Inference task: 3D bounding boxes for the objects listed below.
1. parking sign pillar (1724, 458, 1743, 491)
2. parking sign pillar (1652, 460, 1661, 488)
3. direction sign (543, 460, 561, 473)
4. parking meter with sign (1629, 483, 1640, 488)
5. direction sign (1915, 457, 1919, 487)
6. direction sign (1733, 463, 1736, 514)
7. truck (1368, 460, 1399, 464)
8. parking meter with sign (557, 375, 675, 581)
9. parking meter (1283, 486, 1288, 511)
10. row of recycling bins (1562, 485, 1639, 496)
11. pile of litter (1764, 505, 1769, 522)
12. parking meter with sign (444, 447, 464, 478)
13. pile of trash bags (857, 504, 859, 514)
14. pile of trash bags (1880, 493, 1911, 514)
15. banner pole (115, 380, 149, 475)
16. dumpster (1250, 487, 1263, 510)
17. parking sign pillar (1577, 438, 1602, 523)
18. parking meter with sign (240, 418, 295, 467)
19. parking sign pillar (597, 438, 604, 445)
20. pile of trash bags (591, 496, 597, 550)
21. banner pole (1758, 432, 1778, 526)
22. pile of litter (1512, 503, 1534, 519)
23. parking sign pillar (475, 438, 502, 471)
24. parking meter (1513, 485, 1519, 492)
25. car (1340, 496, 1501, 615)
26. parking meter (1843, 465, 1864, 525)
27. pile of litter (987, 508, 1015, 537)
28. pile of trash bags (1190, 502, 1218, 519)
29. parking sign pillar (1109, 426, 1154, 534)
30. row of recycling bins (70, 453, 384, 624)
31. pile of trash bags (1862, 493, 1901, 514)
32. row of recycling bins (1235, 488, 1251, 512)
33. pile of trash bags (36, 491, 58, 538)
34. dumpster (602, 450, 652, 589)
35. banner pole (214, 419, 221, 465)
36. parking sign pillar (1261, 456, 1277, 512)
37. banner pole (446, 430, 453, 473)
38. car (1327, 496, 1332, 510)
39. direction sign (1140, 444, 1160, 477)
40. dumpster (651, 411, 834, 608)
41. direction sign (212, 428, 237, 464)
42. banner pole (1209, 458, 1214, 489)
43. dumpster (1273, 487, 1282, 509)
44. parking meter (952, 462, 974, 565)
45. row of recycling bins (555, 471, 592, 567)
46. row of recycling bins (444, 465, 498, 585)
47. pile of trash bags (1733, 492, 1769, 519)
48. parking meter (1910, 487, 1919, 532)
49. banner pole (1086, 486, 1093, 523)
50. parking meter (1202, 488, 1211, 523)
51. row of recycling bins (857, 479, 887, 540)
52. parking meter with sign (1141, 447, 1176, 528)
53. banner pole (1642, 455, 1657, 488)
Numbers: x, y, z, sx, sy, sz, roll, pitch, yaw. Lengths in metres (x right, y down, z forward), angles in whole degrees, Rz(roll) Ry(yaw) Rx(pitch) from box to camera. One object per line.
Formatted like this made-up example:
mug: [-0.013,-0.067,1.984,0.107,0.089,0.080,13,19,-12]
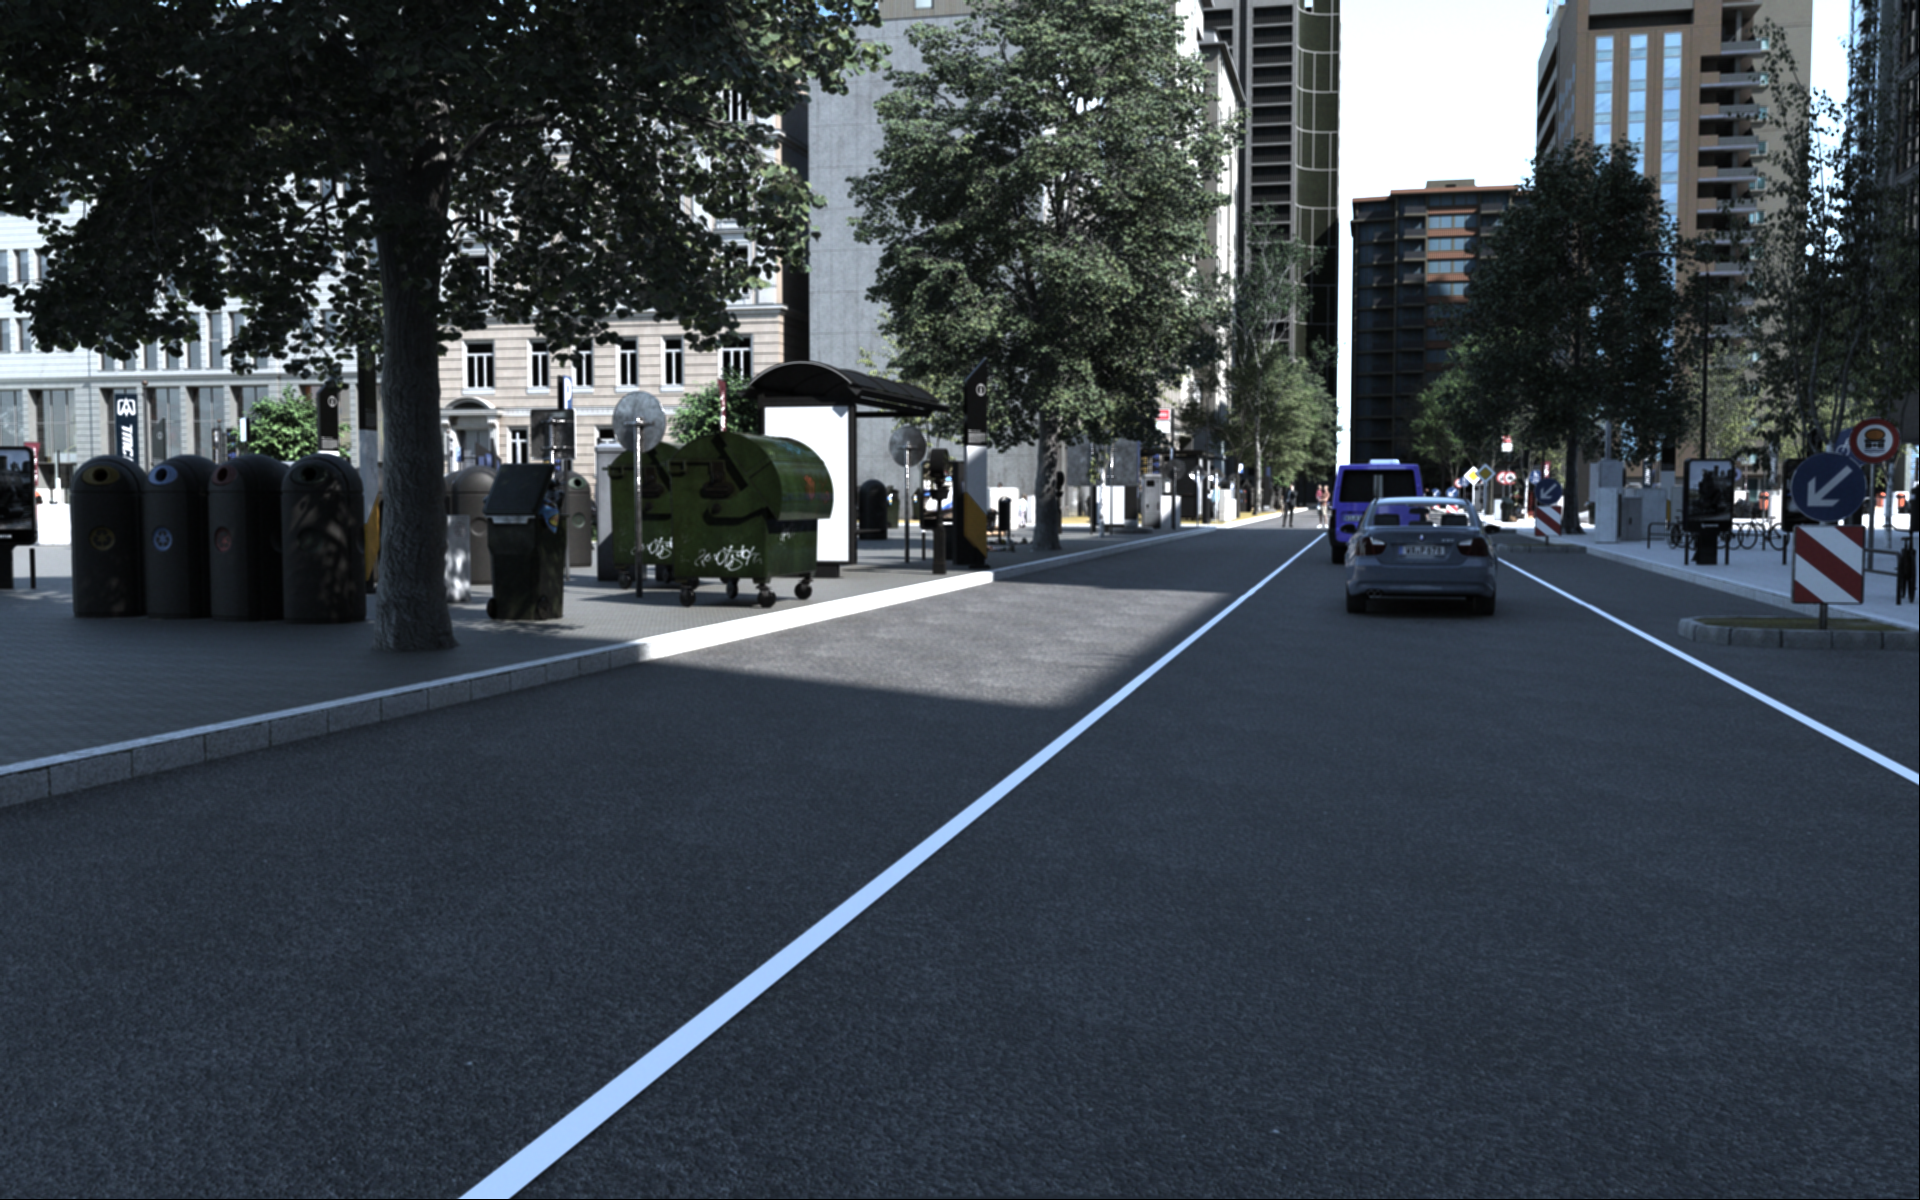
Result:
parking sign pillar: [56.966,-8.510,127.615,1.447,3.967,1.447,0,4,5]
parking sign pillar: [54.010,-8.919,134.304,1.447,3.967,1.447,2,4,30]
direction sign: [-20.623,-5.848,87.607,0.876,3.537,0.379,0,4,-4]
parking meter with sign: [46.678,-7.556,119.798,1.738,3.016,0.543,1,4,15]
direction sign: [58.544,-6.970,105.958,0.379,3.537,0.876,1,4,18]
direction sign: [49.033,-7.198,109.682,0.379,3.537,0.876,1,4,20]
truck: [31.819,-8.525,129.135,2.967,4.110,18.799,1,4,11]
parking meter with sign: [-5.017,-1.800,25.685,1.738,3.016,0.543,0,4,0]
parking meter: [25.087,-7.819,133.550,0.255,1.863,0.399,3,5,39]
row of recycling bins: [30.011,-4.523,81.067,3.534,1.692,1.069,1,4,17]
pile of litter: [36.931,-3.930,78.219,1.176,0.858,1.719,1,4,17]
parking meter with sign: [-19.201,-4.131,63.795,1.738,3.016,0.543,-3,5,-40]
pile of trash bags: [-4.712,-3.374,64.912,1.912,1.369,3.447,-1,4,-18]
pile of trash bags: [61.132,-6.204,111.182,3.447,1.369,1.912,-2,4,-34]
banner pole: [-18.134,-2.942,38.113,0.863,3.779,0.401,-1,4,-10]
dumpster: [24.074,-8.256,140.737,1.264,1.857,1.865,1,4,14]
parking sign pillar: [27.462,-5.360,76.107,1.447,3.967,1.447,0,4,2]
parking meter with sign: [-15.672,-2.685,40.158,1.738,3.016,0.543,-2,4,-35]
parking sign pillar: [-16.822,-5.802,83.333,1.447,3.967,1.447,2,4,35]
pile of trash bags: [-9.502,-1.754,38.431,1.912,1.369,3.447,1,4,9]
banner pole: [32.414,-4.854,69.373,0.401,3.779,0.863,-2,4,-24]
pile of litter: [28.825,-4.569,88.665,1.176,0.858,1.719,3,4,38]
parking sign pillar: [-22.426,-5.773,82.852,1.447,3.967,1.447,-1,4,-21]
parking meter: [35.059,-6.331,109.226,0.399,1.863,0.255,-3,5,-44]
car: [5.828,-0.610,21.972,2.014,1.417,4.499,1,4,14]
parking meter: [17.501,-1.727,33.941,0.255,1.863,0.399,1,4,13]
pile of litter: [0.915,-2.352,52.414,1.719,0.858,1.176,1,4,19]
pile of trash bags: [12.542,-5.027,91.936,1.912,1.369,3.447,-1,4,-15]
parking sign pillar: [5.632,-4.178,56.784,1.447,3.967,1.447,1,4,8]
row of recycling bins: [-7.697,-0.663,17.953,3.534,1.692,1.069,1,4,19]
pile of trash bags: [57.506,-6.137,110.093,1.912,1.369,3.447,-1,4,-13]
row of recycling bins: [19.805,-7.090,123.041,1.069,1.692,3.534,2,4,27]
pile of trash bags: [-26.431,-2.500,50.632,1.912,1.369,3.447,0,4,-3]
dumpster: [-3.896,-1.312,23.944,1.502,2.255,1.985,1,4,13]
banner pole: [-24.621,-4.128,57.517,0.401,3.779,0.863,0,4,-8]
parking sign pillar: [21.784,-8.233,123.078,1.447,3.967,1.447,0,4,8]
banner pole: [-20.090,-4.788,68.300,0.401,3.779,0.863,0,4,1]
car: [29.417,-7.557,136.132,1.945,1.354,3.894,1,4,15]
direction sign: [8.517,-5.241,77.693,0.876,3.537,0.379,1,4,17]
dumpster: [-2.485,-1.089,20.306,1.502,2.255,1.985,1,4,14]
direction sign: [-25.401,-4.151,59.873,0.876,3.537,0.379,1,4,8]
banner pole: [15.153,-7.055,105.362,0.401,3.779,0.863,-3,4,-37]
dumpster: [25.792,-8.227,140.264,1.264,1.857,1.865,1,4,13]
parking meter: [0.081,-1.575,31.459,0.399,1.863,0.255,-2,4,-26]
row of recycling bins: [-8.253,-1.415,30.254,3.534,1.692,1.069,-1,4,-20]
row of recycling bins: [-8.146,-1.101,25.122,3.534,1.692,1.069,1,4,18]
pile of trash bags: [41.346,-4.900,89.871,1.912,1.369,3.447,1,4,11]
parking meter: [32.643,-3.101,59.109,0.372,1.533,0.369,0,3,0]
banner pole: [6.151,-5.463,79.330,0.401,3.779,0.863,-3,5,-40]
parking meter: [11.066,-4.240,77.743,0.372,1.533,0.369,0,3,0]
row of recycling bins: [-3.799,-2.568,49.100,3.534,1.692,1.069,0,4,6]
parking meter with sign: [7.129,-4.187,64.720,1.738,3.016,0.543,0,4,-5]
banner pole: [35.917,-6.119,90.066,0.863,3.779,0.401,1,4,20]
